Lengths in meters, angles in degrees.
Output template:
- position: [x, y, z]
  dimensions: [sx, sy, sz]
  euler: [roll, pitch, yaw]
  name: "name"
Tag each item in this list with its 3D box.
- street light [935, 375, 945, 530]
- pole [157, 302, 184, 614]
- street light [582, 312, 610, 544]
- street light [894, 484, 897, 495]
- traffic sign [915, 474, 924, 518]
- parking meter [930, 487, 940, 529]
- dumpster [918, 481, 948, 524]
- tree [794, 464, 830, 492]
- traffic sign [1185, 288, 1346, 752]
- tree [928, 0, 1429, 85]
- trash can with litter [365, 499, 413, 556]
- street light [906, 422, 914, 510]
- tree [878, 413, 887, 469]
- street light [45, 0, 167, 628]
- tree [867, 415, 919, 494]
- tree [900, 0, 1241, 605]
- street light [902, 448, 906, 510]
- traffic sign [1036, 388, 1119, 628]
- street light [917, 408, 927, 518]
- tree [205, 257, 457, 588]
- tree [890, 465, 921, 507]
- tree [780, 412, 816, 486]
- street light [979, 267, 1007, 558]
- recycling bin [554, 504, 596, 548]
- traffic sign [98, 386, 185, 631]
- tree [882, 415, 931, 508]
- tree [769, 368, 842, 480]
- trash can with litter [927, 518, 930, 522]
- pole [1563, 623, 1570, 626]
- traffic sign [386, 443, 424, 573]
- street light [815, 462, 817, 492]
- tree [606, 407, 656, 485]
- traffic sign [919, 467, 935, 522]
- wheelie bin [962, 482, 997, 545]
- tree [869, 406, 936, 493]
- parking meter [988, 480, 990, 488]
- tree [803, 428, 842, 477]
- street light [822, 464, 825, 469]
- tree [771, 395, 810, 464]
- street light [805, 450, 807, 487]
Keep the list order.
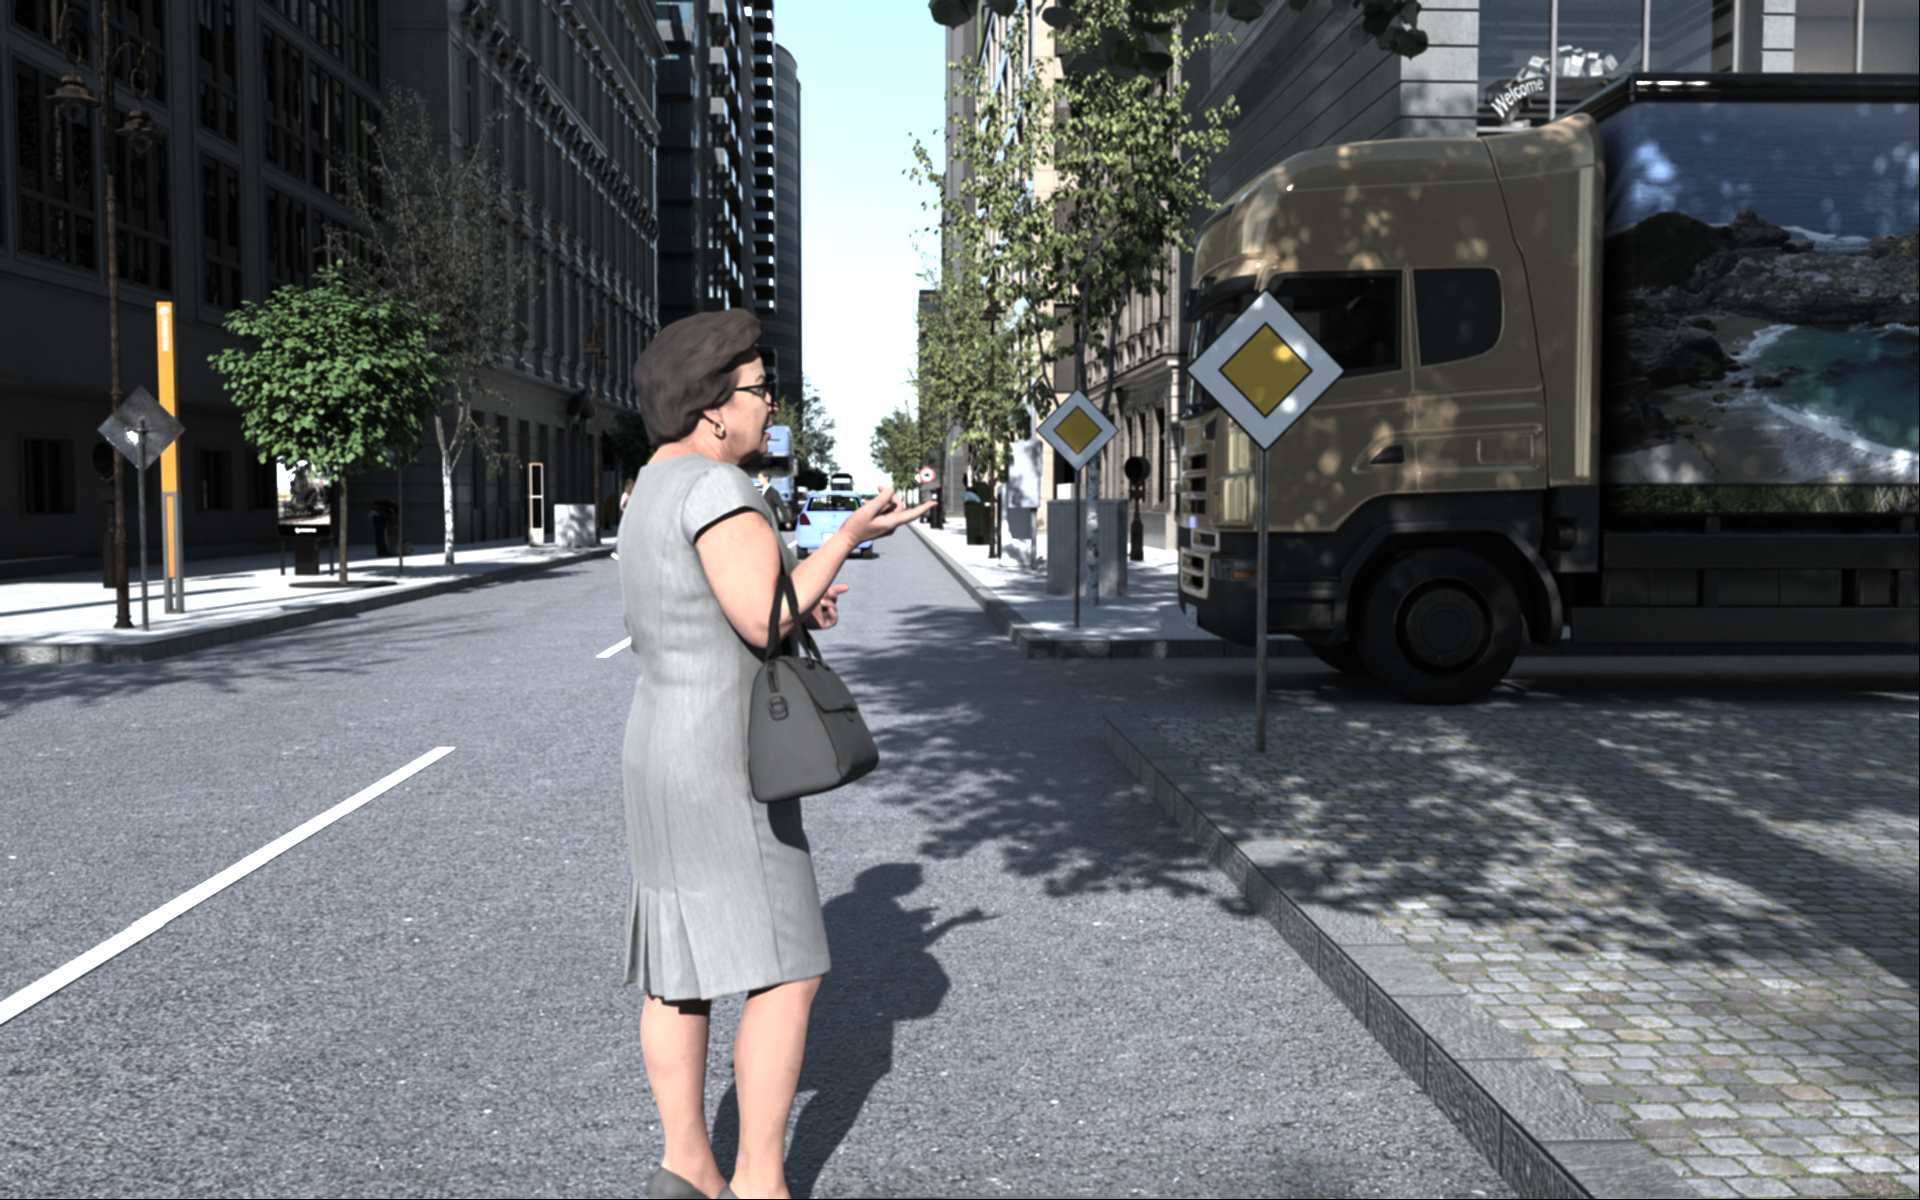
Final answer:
- position: [-0.669, -5.478, 62.352]
  dimensions: [0.468, 5.910, 1.993]
  euler: [0, 4, -3]
  name: "street light"
- position: [-8.447, -1.510, 18.528]
  dimensions: [0.158, 3.312, 0.155]
  euler: [0, 3, 0]
  name: "pole"
- position: [-9.273, -4.368, 44.213]
  dimensions: [0.468, 5.910, 1.993]
  euler: [0, 4, -3]
  name: "street light"
- position: [-6.899, -13.576, 194.751]
  dimensions: [0.468, 5.910, 1.993]
  euler: [0, 4, -3]
  name: "street light"
- position: [-1.703, -4.860, 80.652]
  dimensions: [0.795, 2.450, 0.064]
  euler: [0, 4, 1]
  name: "traffic sign"
- position: [-0.922, -3.417, 64.285]
  dimensions: [0.372, 1.533, 0.369]
  euler: [0, 3, 0]
  name: "parking meter"
- position: [-1.173, -4.294, 75.963]
  dimensions: [1.264, 1.857, 1.865]
  euler: [0, 4, -3]
  name: "dumpster"
- position: [-17.416, -13.977, 212.235]
  dimensions: [4.285, 4.588, 4.351]
  euler: [0, 3, 0]
  name: "tree"
- position: [1.495, -0.301, 8.563]
  dimensions: [0.795, 2.450, 0.064]
  euler: [0, 4, -3]
  name: "traffic sign"
- position: [2.481, -5.839, 2.119]
  dimensions: [9.857, 13.997, 8.962]
  euler: [0, 3, 0]
  name: "tree"
- position: [-11.821, -1.502, 35.949]
  dimensions: [0.624, 1.170, 1.055]
  euler: [0, 4, 7]
  name: "trash can with litter"
- position: [-3.024, -8.456, 111.046]
  dimensions: [0.468, 5.910, 1.993]
  euler: [0, 4, -3]
  name: "street light"
- position: [0.410, -5.913, 47.036]
  dimensions: [4.737, 8.622, 4.395]
  euler: [0, 3, 0]
  name: "tree"
- position: [-8.026, -2.670, 16.444]
  dimensions: [0.468, 5.910, 1.993]
  euler: [0, 4, -3]
  name: "street light"
- position: [-8.653, -18.497, 228.176]
  dimensions: [9.928, 11.665, 9.643]
  euler: [0, 3, 0]
  name: "tree"
- position: [1.476, -4.264, 20.081]
  dimensions: [4.737, 8.622, 4.395]
  euler: [0, 3, 0]
  name: "tree"
- position: [-4.332, -10.215, 139.809]
  dimensions: [0.468, 5.910, 1.993]
  euler: [0, 4, -3]
  name: "street light"
- position: [1.117, -0.789, 16.539]
  dimensions: [0.795, 2.450, 0.064]
  euler: [0, 4, -3]
  name: "traffic sign"
- position: [-2.002, -7.244, 91.235]
  dimensions: [0.468, 5.910, 1.993]
  euler: [0, 4, -3]
  name: "street light"
- position: [-8.708, -2.471, 24.116]
  dimensions: [4.285, 4.588, 4.351]
  euler: [0, 3, 0]
  name: "tree"
- position: [-5.371, -11.700, 175.004]
  dimensions: [4.285, 4.588, 4.351]
  euler: [0, 3, 0]
  name: "tree"
- position: [-14.854, -12.404, 153.168]
  dimensions: [4.360, 8.622, 3.978]
  euler: [0, 3, 0]
  name: "tree"
- position: [0.642, -3.769, 34.410]
  dimensions: [0.468, 5.910, 1.993]
  euler: [0, 4, -3]
  name: "street light"
- position: [-9.276, -1.785, 41.743]
  dimensions: [0.722, 1.027, 0.722]
  euler: [3, 5, 41]
  name: "recycling bin"
- position: [-7.619, -0.765, 16.147]
  dimensions: [0.795, 2.450, 0.064]
  euler: [0, 4, -3]
  name: "traffic sign"
- position: [-4.798, -12.443, 153.811]
  dimensions: [4.360, 8.622, 3.978]
  euler: [0, 3, 0]
  name: "tree"
- position: [-16.101, -15.721, 167.414]
  dimensions: [12.009, 13.543, 11.850]
  euler: [0, 3, 0]
  name: "tree"
- position: [-1.170, -4.131, 78.935]
  dimensions: [0.624, 1.170, 1.055]
  euler: [-1, 4, -19]
  name: "trash can with litter"
- position: [5.944, -1.402, 16.774]
  dimensions: [0.158, 3.312, 0.155]
  euler: [0, 3, 0]
  name: "pole"
- position: [-9.062, -1.641, 28.020]
  dimensions: [0.795, 2.450, 0.064]
  euler: [0, 4, 3]
  name: "traffic sign"
- position: [-16.960, -14.157, 204.254]
  dimensions: [0.468, 5.910, 1.993]
  euler: [0, 4, -3]
  name: "street light"
- position: [-10.009, -4.478, 56.929]
  dimensions: [4.285, 4.588, 4.351]
  euler: [0, 3, 0]
  name: "tree"
- position: [-1.527, -4.899, 80.205]
  dimensions: [0.768, 2.556, 0.104]
  euler: [0, 4, 4]
  name: "traffic sign"
- position: [0.472, -2.188, 43.682]
  dimensions: [0.693, 1.594, 0.980]
  euler: [2, 4, 33]
  name: "wheelie bin"
- position: [-6.147, -15.258, 183.887]
  dimensions: [7.601, 10.594, 8.767]
  euler: [-1, 4, -20]
  name: "tree"
- position: [1.309, -4.092, 72.609]
  dimensions: [0.255, 1.863, 0.399]
  euler: [0, 4, 3]
  name: "parking meter"
- position: [-20.144, -19.036, 245.656]
  dimensions: [7.601, 10.594, 8.767]
  euler: [-3, 5, -44]
  name: "tree"
- position: [-18.359, -15.891, 232.611]
  dimensions: [0.468, 5.910, 1.993]
  euler: [0, 4, -3]
  name: "street light"
- position: [-13.611, -10.887, 128.372]
  dimensions: [4.737, 8.622, 4.395]
  euler: [0, 3, 0]
  name: "tree"
- position: [-15.640, -12.471, 176.691]
  dimensions: [0.468, 5.910, 1.993]
  euler: [0, 4, -3]
  name: "street light"
